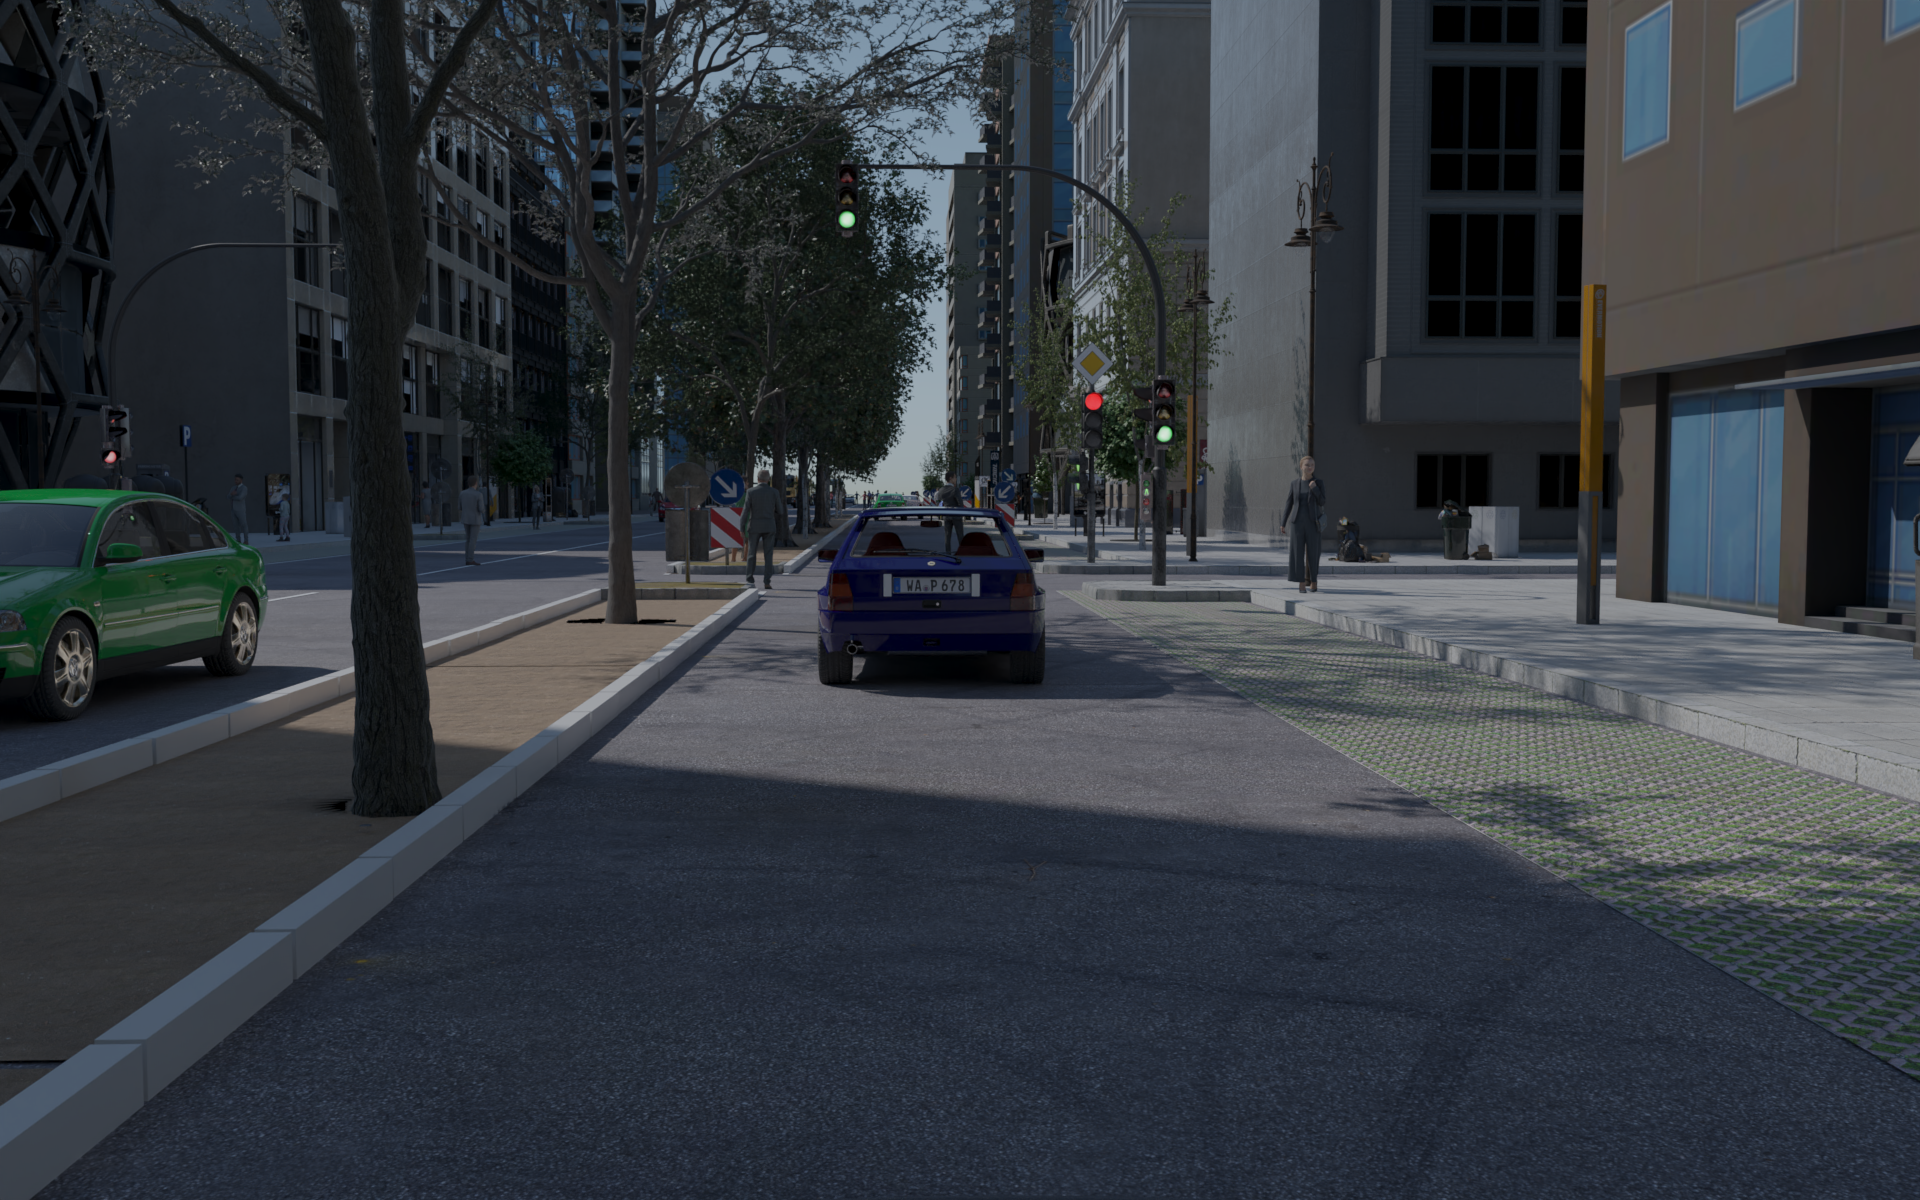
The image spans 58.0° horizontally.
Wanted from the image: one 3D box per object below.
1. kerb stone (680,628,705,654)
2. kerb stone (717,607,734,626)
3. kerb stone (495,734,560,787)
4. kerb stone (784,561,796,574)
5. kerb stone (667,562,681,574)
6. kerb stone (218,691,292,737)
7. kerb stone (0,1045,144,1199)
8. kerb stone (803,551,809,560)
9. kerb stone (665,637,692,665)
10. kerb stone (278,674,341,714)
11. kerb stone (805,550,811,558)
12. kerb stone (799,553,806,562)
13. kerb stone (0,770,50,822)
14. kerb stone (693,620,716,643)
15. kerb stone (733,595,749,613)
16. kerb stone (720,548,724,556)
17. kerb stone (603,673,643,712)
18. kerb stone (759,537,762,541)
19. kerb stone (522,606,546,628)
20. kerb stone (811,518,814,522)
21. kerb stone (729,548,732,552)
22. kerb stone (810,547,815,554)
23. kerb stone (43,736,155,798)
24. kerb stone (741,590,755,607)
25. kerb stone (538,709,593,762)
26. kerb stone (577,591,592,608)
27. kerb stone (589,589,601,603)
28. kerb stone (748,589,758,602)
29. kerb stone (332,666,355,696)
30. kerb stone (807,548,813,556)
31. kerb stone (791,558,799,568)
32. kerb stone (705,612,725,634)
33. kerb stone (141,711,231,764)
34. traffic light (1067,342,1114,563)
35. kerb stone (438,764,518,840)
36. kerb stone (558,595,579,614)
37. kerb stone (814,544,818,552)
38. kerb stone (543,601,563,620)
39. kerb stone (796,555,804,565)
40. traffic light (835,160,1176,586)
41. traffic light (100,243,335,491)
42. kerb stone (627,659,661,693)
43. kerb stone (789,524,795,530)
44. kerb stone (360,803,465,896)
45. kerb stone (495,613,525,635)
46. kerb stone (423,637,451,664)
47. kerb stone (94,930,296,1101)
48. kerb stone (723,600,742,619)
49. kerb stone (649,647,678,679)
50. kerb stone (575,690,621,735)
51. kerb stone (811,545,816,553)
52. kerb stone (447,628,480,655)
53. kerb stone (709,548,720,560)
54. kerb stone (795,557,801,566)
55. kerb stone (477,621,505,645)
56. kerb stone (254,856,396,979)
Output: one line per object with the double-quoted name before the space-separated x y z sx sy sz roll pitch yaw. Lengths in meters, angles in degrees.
"kerb stone" -2.471 0.390 15.846 0.120 0.150 1.000 0 4 -2
"kerb stone" -2.605 0.207 18.927 0.120 0.150 1.000 0 4 -2
"kerb stone" -2.173 0.828 8.674 0.120 0.150 1.000 0 4 -2
"kerb stone" -3.137 -0.583 31.724 0.120 0.150 1.000 0 4 -2
"kerb stone" -5.246 -0.582 31.704 0.120 0.150 1.000 0 4 -2
"kerb stone" -4.352 0.707 10.634 0.120 0.150 1.000 0 4 -2
"kerb stone" -1.951 1.144 3.553 0.120 0.150 1.000 0 4 -2
"kerb stone" -3.358 -0.895 36.835 0.120 0.150 1.000 0 4 -2
"kerb stone" -2.432 0.451 14.820 0.120 0.150 1.000 0 4 -2
"kerb stone" -4.404 0.644 11.662 0.120 0.150 1.000 0 4 -2
"kerb stone" -3.398 -0.950 37.857 0.120 0.150 1.000 0 4 -2
"kerb stone" -3.310 -0.833 35.810 0.120 0.150 1.000 0 4 -2
"kerb stone" -4.226 0.895 7.556 0.120 0.150 1.000 0 4 -2
"kerb stone" -2.518 0.326 16.879 0.120 0.150 1.000 0 4 -2
"kerb stone" -2.693 0.074 20.985 0.120 0.150 1.000 0 4 -2
"kerb stone" -5.593 -1.083 39.898 0.120 0.150 1.000 0 4 -2
"kerb stone" -2.302 0.639 11.746 0.120 0.150 1.000 0 4 -2
"kerb stone" -6.243 -2.022 55.253 0.120 0.150 1.000 0 4 -2
"kerb stone" -4.692 0.205 18.847 0.120 0.150 1.000 0 4 -2
"kerb stone" -7.879 -4.402 94.160 0.120 0.150 1.000 0 4 -2
"kerb stone" -5.666 -1.208 41.940 0.120 0.150 1.000 0 4 -2
"kerb stone" -3.482 -1.083 39.907 0.120 0.150 1.000 0 4 -2
"kerb stone" -4.275 0.832 8.586 0.120 0.150 1.000 0 4 -2
"kerb stone" -2.735 0.012 22.006 0.120 0.150 1.000 0 4 -2
"kerb stone" -2.215 0.765 9.695 0.120 0.150 1.000 0 4 -2
"kerb stone" -4.830 0.022 21.919 0.120 0.150 1.000 0 4 -2
"kerb stone" -4.872 -0.046 22.942 0.120 0.150 1.000 0 4 -2
"kerb stone" -2.781 -0.048 23.030 0.120 0.150 1.000 0 4 -2
"kerb stone" -4.444 0.582 12.683 0.120 0.150 1.000 0 4 -2
"kerb stone" -3.445 -1.020 38.878 0.120 0.150 1.000 0 4 -2
"kerb stone" -3.185 -0.645 32.745 0.120 0.150 1.000 0 4 -2
"kerb stone" -2.559 0.262 17.905 0.120 0.150 1.000 0 4 -2
"kerb stone" -4.311 0.771 9.612 0.120 0.150 1.000 0 4 -2
"traffic light" 2.426 -2.645 32.167 0.839 4.253 0.868 0 4 -2
"kerb stone" -2.131 0.889 7.653 0.120 0.150 1.000 0 4 -2
"kerb stone" -4.783 0.079 20.898 0.120 0.150 1.000 0 4 -2
"kerb stone" -3.570 -1.203 41.952 0.120 0.150 1.000 0 4 -2
"kerb stone" -4.740 0.143 19.875 0.120 0.150 1.000 0 4 -2
"kerb stone" -3.265 -0.770 34.789 0.120 0.150 1.000 0 4 -2
"traffic light" 0.676 -3.015 23.960 4.771 5.953 1.251 0 4 -2
"traffic light" -13.233 -3.478 31.529 4.771 5.953 1.251 0 4 -2
"kerb stone" -2.349 0.577 12.768 0.120 0.150 1.000 0 4 -2
"kerb stone" -6.976 -3.081 72.661 0.120 0.150 1.000 0 4 -2
"kerb stone" -2.088 0.952 6.631 0.120 0.150 1.000 0 4 -2
"kerb stone" -4.663 0.268 17.819 0.120 0.150 1.000 0 4 -2
"kerb stone" -4.535 0.457 14.726 0.120 0.150 1.000 0 4 -2
"kerb stone" -1.996 1.079 4.578 0.120 0.150 1.000 0 4 -2
"kerb stone" -2.650 0.137 19.960 0.120 0.150 1.000 0 4 -2
"kerb stone" -2.384 0.517 13.790 0.120 0.150 1.000 0 4 -2
"kerb stone" -2.255 0.702 10.718 0.120 0.150 1.000 0 4 -2
"kerb stone" -3.538 -1.145 40.928 0.120 0.150 1.000 0 4 -2
"kerb stone" -4.565 0.394 15.753 0.120 0.150 1.000 0 4 -2
"kerb stone" -5.547 -1.020 38.869 0.120 0.150 1.000 0 4 -2
"kerb stone" -3.229 -0.705 33.766 0.120 0.150 1.000 0 4 -2
"kerb stone" -4.602 0.336 16.780 0.120 0.150 1.000 0 4 -2
"kerb stone" -2.039 1.015 5.606 0.120 0.150 1.000 0 4 -2
